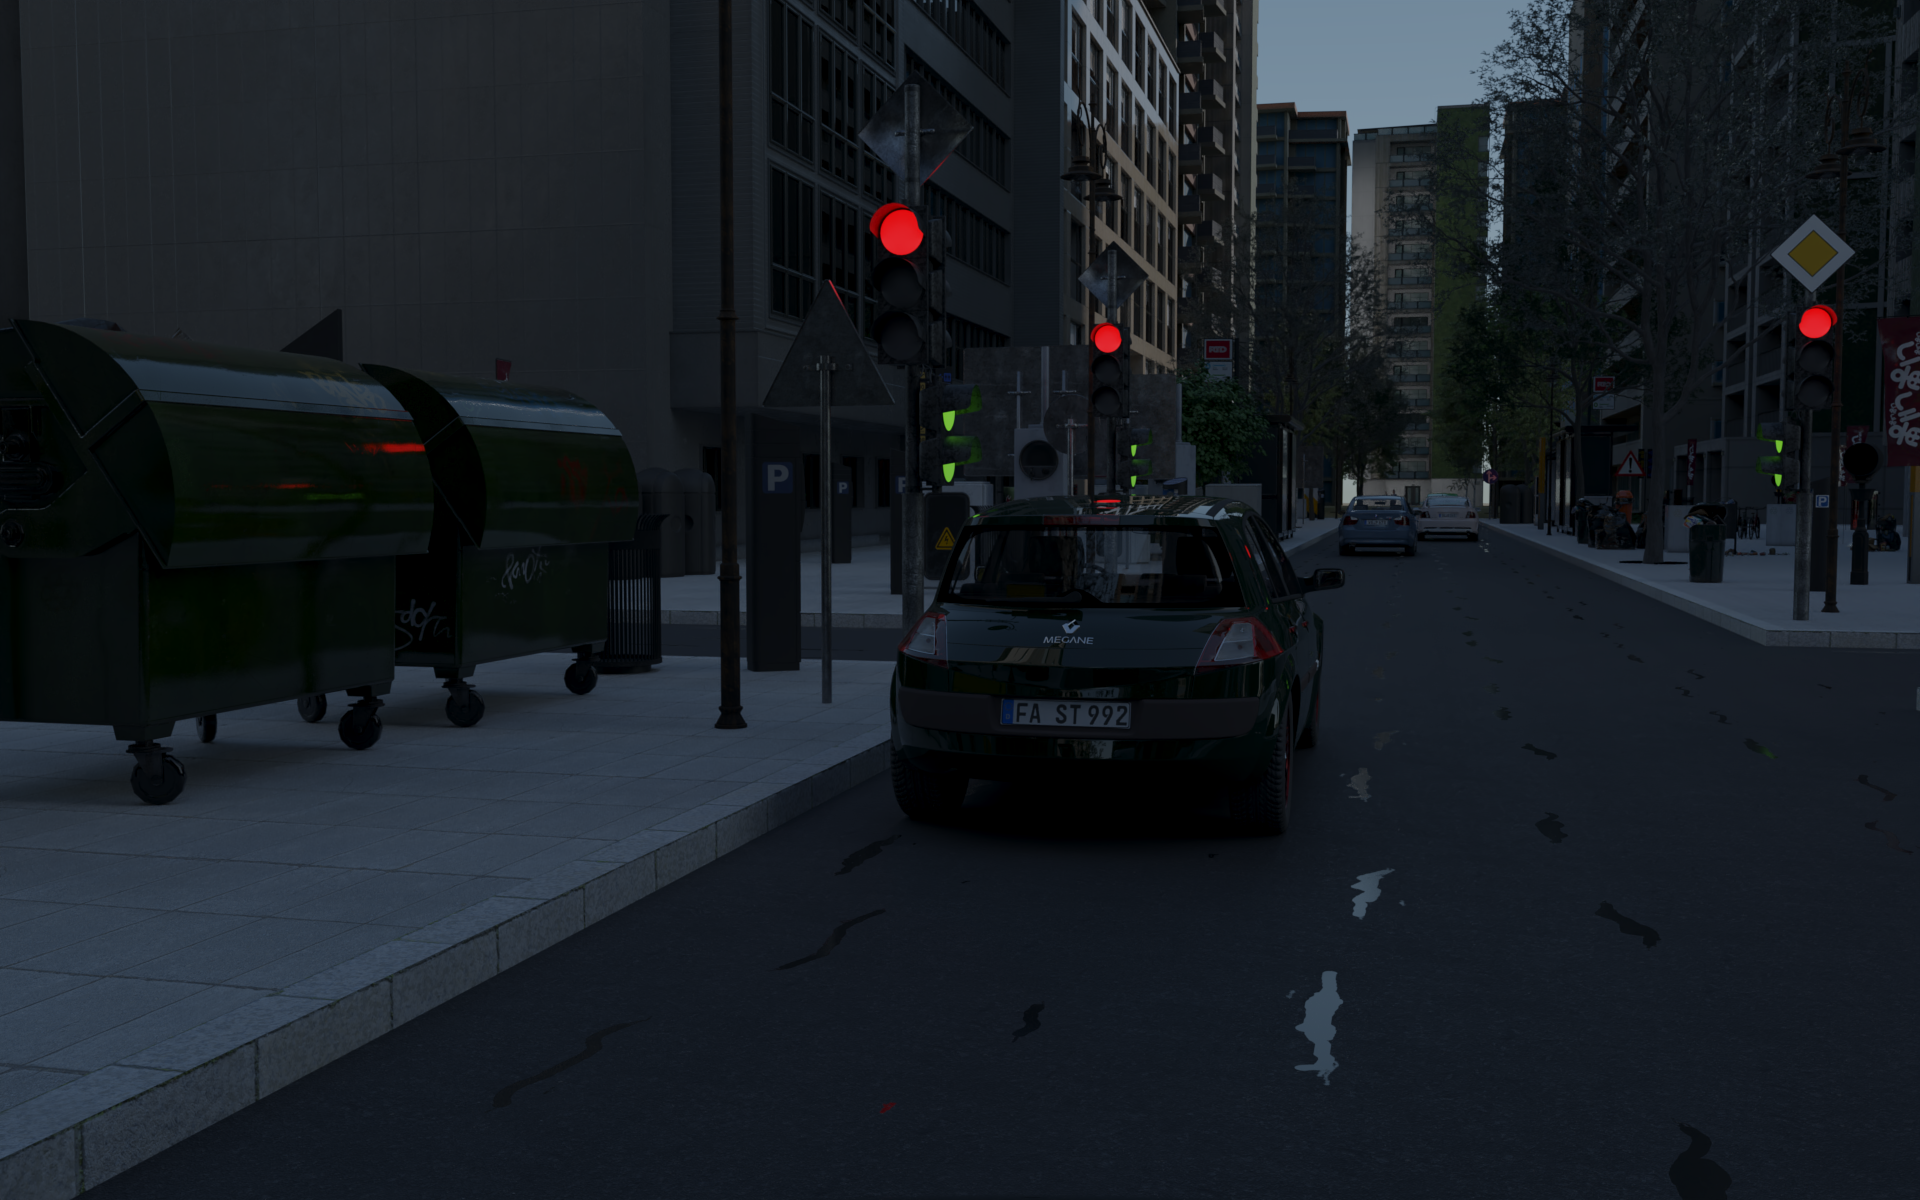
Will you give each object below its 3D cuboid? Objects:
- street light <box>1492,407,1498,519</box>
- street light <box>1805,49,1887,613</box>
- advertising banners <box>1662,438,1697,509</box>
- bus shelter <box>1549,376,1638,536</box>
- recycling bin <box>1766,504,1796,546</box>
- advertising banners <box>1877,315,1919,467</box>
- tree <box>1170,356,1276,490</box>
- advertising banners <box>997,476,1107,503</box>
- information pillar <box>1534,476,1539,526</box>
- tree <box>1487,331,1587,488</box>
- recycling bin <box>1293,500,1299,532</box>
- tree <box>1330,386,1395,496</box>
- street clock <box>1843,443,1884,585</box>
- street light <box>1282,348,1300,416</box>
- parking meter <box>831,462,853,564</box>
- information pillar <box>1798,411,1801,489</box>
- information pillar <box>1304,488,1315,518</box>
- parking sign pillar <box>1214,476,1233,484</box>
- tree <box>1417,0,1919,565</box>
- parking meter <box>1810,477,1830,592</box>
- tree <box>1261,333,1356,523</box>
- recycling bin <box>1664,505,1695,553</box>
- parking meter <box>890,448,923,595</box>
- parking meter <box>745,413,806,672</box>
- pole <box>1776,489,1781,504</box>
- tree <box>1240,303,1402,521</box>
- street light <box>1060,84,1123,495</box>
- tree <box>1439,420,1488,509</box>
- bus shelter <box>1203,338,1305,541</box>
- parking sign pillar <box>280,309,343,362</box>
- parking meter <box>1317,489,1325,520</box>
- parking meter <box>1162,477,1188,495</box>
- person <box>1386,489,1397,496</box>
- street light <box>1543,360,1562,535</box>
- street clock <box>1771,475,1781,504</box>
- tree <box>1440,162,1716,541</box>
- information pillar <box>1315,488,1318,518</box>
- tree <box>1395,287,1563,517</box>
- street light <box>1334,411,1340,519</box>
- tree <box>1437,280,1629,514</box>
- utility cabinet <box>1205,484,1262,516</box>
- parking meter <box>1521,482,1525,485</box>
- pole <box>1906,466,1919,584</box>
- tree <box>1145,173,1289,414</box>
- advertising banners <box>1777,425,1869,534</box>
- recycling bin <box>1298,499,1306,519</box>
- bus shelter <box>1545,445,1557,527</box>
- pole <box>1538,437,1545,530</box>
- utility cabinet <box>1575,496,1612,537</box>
[{"bbox_3d":[27.679,-7.135,89.444,0.468,5.910,1.993,1,4,14],"label":"street light"},{"bbox_3d":[9.446,-2.803,18.618,0.468,5.910,1.993,1,4,14],"label":"street light"},{"bbox_3d":[22.949,-3.620,55.372,0.090,3.025,2.074,0,4,-7],"label":"advertising banners"},{"bbox_3d":[20.531,-4.834,56.662,2.179,5.291,8.768,1,4,14],"label":"bus shelter"},{"bbox_3d":[20.489,-1.861,42.983,0.722,1.027,0.722,3,5,41],"label":"recycling bin"},{"bbox_3d":[9.858,-1.245,16.542,2.074,3.025,0.090,3,5,39],"label":"advertising banners"},{"bbox_3d":[5.732,-3.494,40.837,4.285,4.588,4.351,0,3,0],"label":"tree"},{"bbox_3d":[1.631,-1.945,27.992,2.074,3.025,0.090,1,4,10],"label":"advertising banners"},{"bbox_3d":[23.392,-4.009,70.045,0.304,2.012,0.304,1,4,10],"label":"information pillar"},{"bbox_3d":[24.254,-7.484,72.728,4.737,8.622,4.395,0,3,0],"label":"tree"},{"bbox_3d":[10.870,-2.813,58.554,0.722,1.027,0.722,-1,4,-23],"label":"recycling bin"},{"bbox_3d":[35.628,-14.315,152.180,7.486,12.596,7.792,0,3,0],"label":"tree"},{"bbox_3d":[12.731,-1.216,24.460,0.471,2.002,0.358,3,5,44],"label":"street clock"},{"bbox_3d":[10.504,-5.030,55.024,0.468,5.910,1.993,1,4,14],"label":"street light"},{"bbox_3d":[-2.199,-1.609,32.012,0.399,1.863,0.255,-2,4,-27],"label":"parking meter"},{"bbox_3d":[22.294,-3.332,45.833,0.183,3.616,0.504,3,5,43],"label":"information pillar"},{"bbox_3d":[18.384,-6.127,91.525,0.504,3.616,0.183,-2,4,-34],"label":"information pillar"},{"bbox_3d":[9.181,-4.260,58.117,1.447,3.967,1.447,1,4,14],"label":"parking sign pillar"},{"bbox_3d":[12.911,-7.406,31.452,12.009,13.543,11.850,0,3,0],"label":"tree"},{"bbox_3d":[11.349,-0.883,22.856,0.372,1.533,0.369,0,3,0],"label":"parking meter"},{"bbox_3d":[15.086,-7.719,76.574,4.737,8.622,4.395,0,3,0],"label":"tree"},{"bbox_3d":[15.956,-1.567,38.179,0.722,1.027,0.722,1,4,16],"label":"recycling bin"},{"bbox_3d":[-0.684,-1.004,22.128,0.399,1.863,0.255,0,4,5],"label":"parking meter"},{"bbox_3d":[-1.344,-0.421,12.600,0.399,1.863,0.255,-1,4,-21],"label":"parking meter"},{"bbox_3d":[31.218,-4.415,66.032,0.158,3.312,0.155,0,3,0],"label":"pole"},{"bbox_3d":[17.095,-9.146,83.946,8.767,10.594,7.601,0,4,2],"label":"tree"},{"bbox_3d":[1.528,-2.894,20.111,0.468,5.910,1.993,1,4,14],"label":"street light"},{"bbox_3d":[43.415,-12.121,148.532,4.360,8.622,3.978,0,3,0],"label":"tree"},{"bbox_3d":[7.999,-4.248,47.082,2.179,5.291,8.768,1,4,15],"label":"bus shelter"},{"bbox_3d":[-9.658,-2.265,25.510,1.447,3.967,1.447,0,4,5],"label":"parking sign pillar"},{"bbox_3d":[18.193,-4.824,87.284,0.372,1.533,0.369,0,3,0],"label":"parking meter"},{"bbox_3d":[3.224,-1.075,25.994,0.372,1.533,0.369,0,3,0],"label":"parking meter"},{"bbox_3d":[27.243,-6.126,109.459,0.742,1.727,0.445,1,4,17],"label":"person"},{"bbox_3d":[18.326,-4.948,53.694,0.468,5.910,1.993,1,4,14],"label":"street light"},{"bbox_3d":[28.178,-3.367,59.614,0.471,2.002,0.358,3,4,39],"label":"street clock"},{"bbox_3d":[16.528,-6.867,46.694,7.601,10.594,8.767,1,4,21],"label":"tree"},{"bbox_3d":[18.793,-6.148,91.869,0.504,3.616,0.183,3,4,38],"label":"information pillar"},{"bbox_3d":[29.277,-10.836,95.298,7.486,12.596,7.792,0,3,0],"label":"tree"},{"bbox_3d":[19.575,-7.164,89.912,0.468,5.910,1.993,1,4,14],"label":"street light"},{"bbox_3d":[26.838,-9.503,81.133,9.928,11.665,9.643,0,3,0],"label":"tree"},{"bbox_3d":[5.932,-1.771,37.643,1.173,1.500,0.318,2,4,26],"label":"utility cabinet"},{"bbox_3d":[28.476,-4.997,87.404,0.255,1.863,0.399,1,4,8],"label":"parking meter"},{"bbox_3d":[13.645,-1.884,24.654,0.158,3.312,0.155,0,3,0],"label":"pole"},{"bbox_3d":[12.516,-9.493,65.579,12.009,13.543,11.850,0,3,0],"label":"tree"},{"bbox_3d":[22.152,-2.954,44.493,2.074,3.025,0.090,2,4,29],"label":"advertising banners"},{"bbox_3d":[17.555,-4.748,90.178,0.722,1.027,0.722,-1,4,-15],"label":"recycling bin"},{"bbox_3d":[23.199,-4.385,65.617,2.014,3.302,5.546,1,4,15],"label":"bus shelter"},{"bbox_3d":[20.921,-4.187,62.300,0.158,3.312,0.155,0,3,0],"label":"pole"},{"bbox_3d":[19.011,-2.492,51.912,1.020,1.237,0.306,1,4,10],"label":"utility cabinet"}]
